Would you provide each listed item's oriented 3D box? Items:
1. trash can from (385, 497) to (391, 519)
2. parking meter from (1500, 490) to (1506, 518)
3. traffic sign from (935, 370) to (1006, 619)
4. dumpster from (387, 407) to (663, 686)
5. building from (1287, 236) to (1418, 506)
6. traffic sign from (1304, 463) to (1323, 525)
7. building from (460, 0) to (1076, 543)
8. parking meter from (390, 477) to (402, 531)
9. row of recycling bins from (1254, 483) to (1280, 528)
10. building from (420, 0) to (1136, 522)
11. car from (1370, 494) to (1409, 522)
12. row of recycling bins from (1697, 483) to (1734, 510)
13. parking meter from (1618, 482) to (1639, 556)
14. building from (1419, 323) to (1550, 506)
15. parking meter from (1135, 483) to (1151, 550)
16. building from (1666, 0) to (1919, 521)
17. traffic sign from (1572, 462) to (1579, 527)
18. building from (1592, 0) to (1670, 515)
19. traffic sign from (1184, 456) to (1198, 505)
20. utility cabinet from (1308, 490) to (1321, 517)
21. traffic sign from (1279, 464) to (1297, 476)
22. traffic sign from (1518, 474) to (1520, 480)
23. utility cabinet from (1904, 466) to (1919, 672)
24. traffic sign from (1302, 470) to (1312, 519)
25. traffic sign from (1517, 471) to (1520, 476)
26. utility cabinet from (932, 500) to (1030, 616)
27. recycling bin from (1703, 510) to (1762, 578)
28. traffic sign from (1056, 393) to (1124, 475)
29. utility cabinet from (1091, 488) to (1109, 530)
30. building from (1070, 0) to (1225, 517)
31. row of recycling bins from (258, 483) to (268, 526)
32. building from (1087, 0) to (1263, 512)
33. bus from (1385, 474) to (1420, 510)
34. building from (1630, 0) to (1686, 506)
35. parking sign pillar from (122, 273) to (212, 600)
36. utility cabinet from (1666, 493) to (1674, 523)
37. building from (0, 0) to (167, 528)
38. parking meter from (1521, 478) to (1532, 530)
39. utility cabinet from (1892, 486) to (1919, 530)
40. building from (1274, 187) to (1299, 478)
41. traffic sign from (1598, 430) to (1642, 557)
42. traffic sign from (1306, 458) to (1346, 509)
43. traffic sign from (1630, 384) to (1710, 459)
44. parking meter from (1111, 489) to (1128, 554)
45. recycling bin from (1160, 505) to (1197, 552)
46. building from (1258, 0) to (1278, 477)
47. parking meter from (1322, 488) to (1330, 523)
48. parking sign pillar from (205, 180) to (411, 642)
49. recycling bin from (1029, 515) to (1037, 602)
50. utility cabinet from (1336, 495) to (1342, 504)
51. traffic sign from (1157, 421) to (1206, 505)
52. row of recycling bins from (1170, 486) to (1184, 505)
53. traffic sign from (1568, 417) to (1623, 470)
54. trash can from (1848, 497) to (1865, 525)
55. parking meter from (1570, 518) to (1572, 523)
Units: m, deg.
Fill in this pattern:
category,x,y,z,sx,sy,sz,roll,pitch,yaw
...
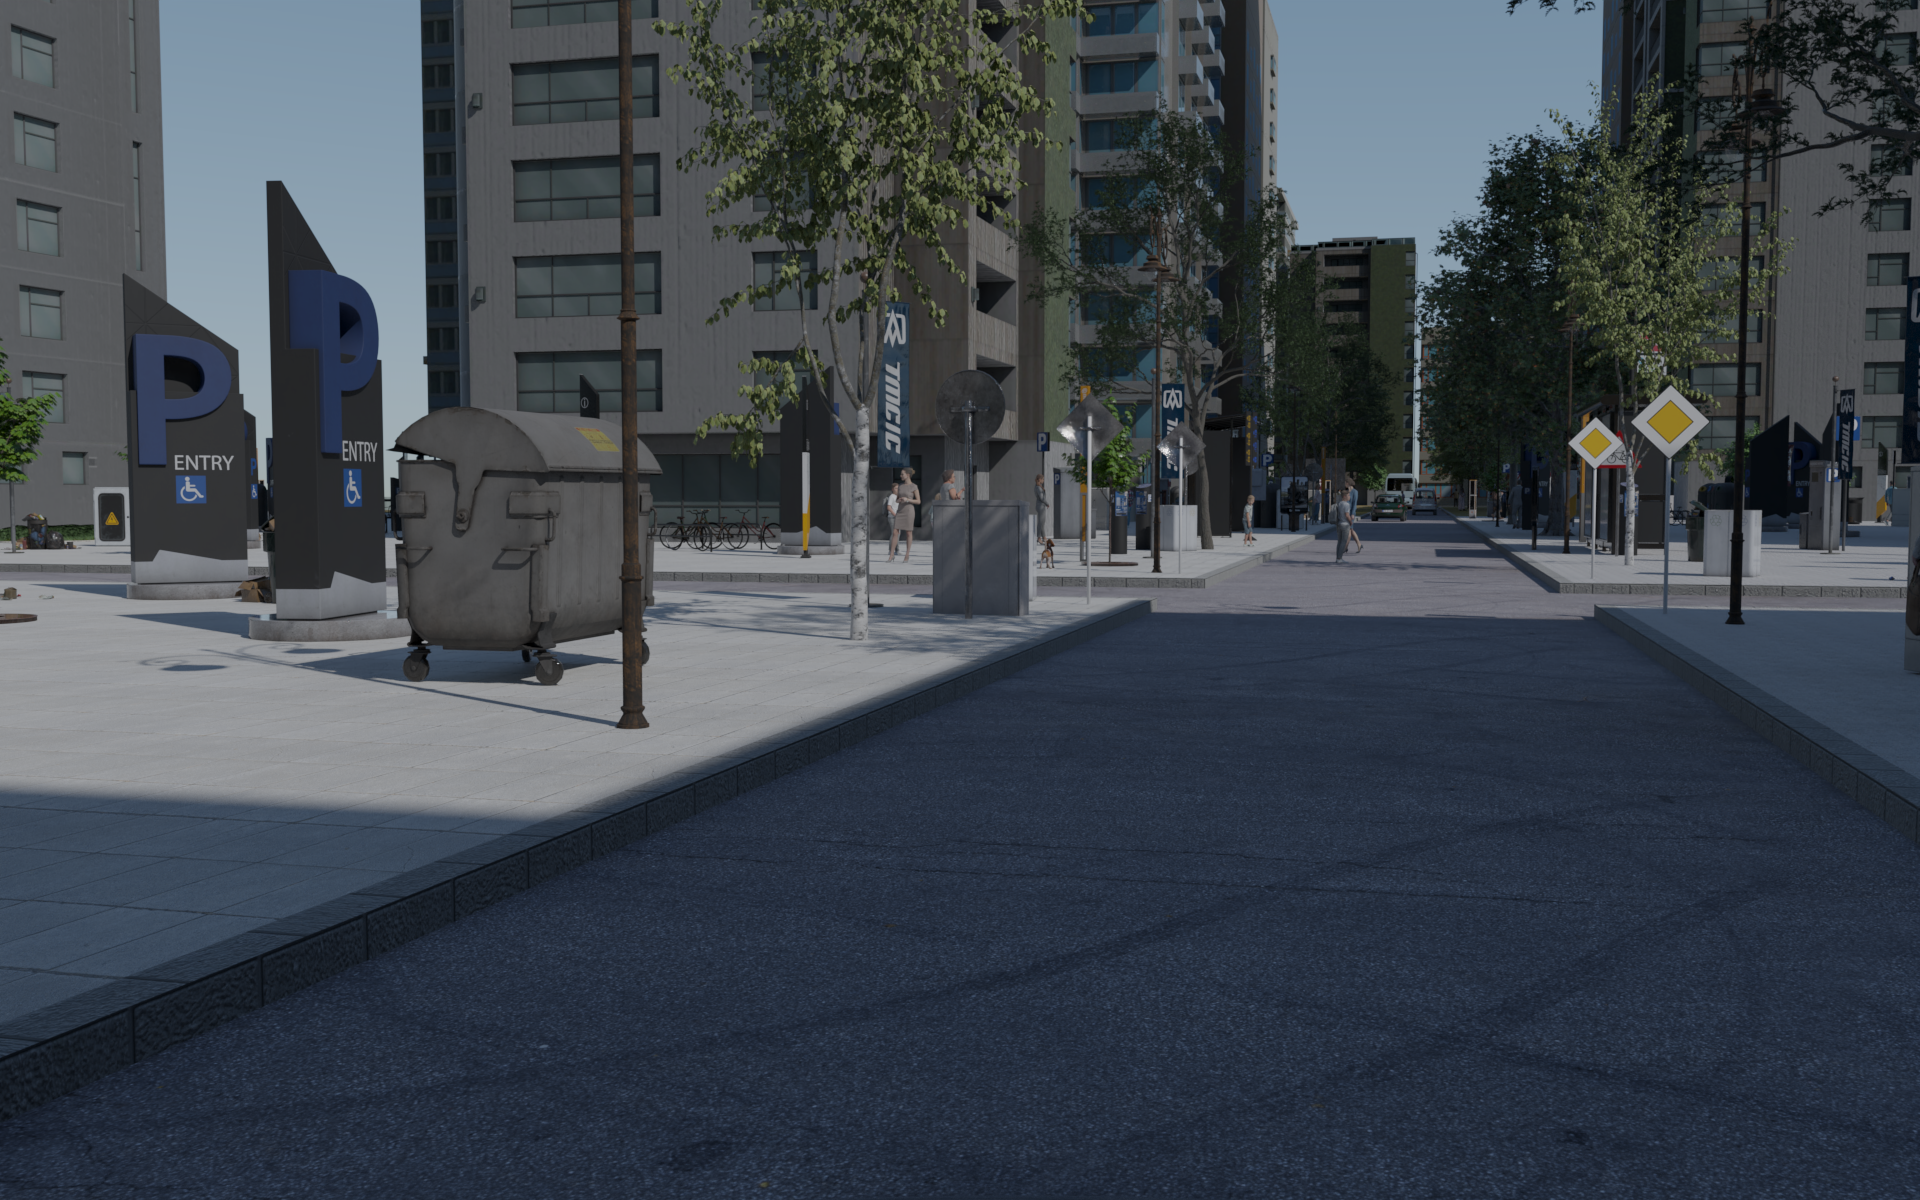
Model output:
category,x,y,z,sx,sy,sz,roll,pitch,yaw
trash can,-30.022,-4.847,90.894,0.748,1.137,0.748,0,3,0
parking meter,28.986,-5.145,92.532,0.372,1.533,0.369,0,3,0
traffic sign,0.089,-1.079,17.751,0.768,2.556,0.104,1,4,21
dumpster,-3.063,-0.402,12.339,1.264,1.857,1.865,1,4,15
building,44.748,-26.053,197.673,14.107,30.474,14.160,1,4,15
traffic sign,14.518,-4.348,71.196,0.768,2.556,0.104,1,4,17
building,-4.811,-17.065,50.708,14.160,30.474,14.107,1,4,15
parking meter,-19.505,-3.322,60.030,0.255,1.863,0.399,3,5,40
row of recycling bins,11.698,-3.590,65.806,1.069,1.692,3.534,-2,4,-26
building,-8.040,-23.806,81.111,32.217,40.220,23.993,1,4,15
car,22.700,-5.002,91.562,2.009,1.686,4.222,1,4,16
row of recycling bins,27.970,-3.463,63.733,1.069,1.692,3.534,1,4,11
parking meter,13.960,-1.697,36.157,0.372,1.533,0.369,0,3,0
building,67.551,-21.594,198.106,28.899,21.520,27.650,1,4,15
parking meter,4.236,-1.927,39.920,0.372,1.533,0.369,0,3,0
building,43.653,-19.317,87.534,14.160,30.474,14.107,1,4,15
traffic sign,23.833,-4.105,67.230,0.768,2.556,0.104,1,4,21
building,53.585,-28.956,123.537,14.600,45.320,14.200,1,4,15
traffic sign,6.085,-2.848,46.668,0.768,2.556,0.104,1,4,19
utility cabinet,19.070,-5.239,94.331,1.173,1.500,0.318,2,4,25
traffic sign,13.782,-4.455,72.940,0.768,2.556,0.104,1,4,22
traffic sign,30.798,-5.807,94.940,0.884,2.594,0.081,1,4,20
utility cabinet,7.371,-0.221,12.296,1.173,1.500,0.318,0,4,-4
traffic sign,17.541,-5.339,87.400,0.768,2.556,0.104,1,4,22
traffic sign,30.992,-5.864,95.974,0.768,2.556,0.104,1,4,22
utility cabinet,0.223,-0.450,18.512,1.020,1.237,0.306,2,4,25
recycling bin,12.069,-0.887,27.063,0.722,1.027,0.722,2,4,34
traffic sign,1.484,-1.094,20.078,0.795,2.593,0.064,1,4,15
utility cabinet,4.749,-3.215,61.237,1.173,1.500,0.318,2,4,35
building,6.282,-30.630,120.414,23.786,49.044,30.456,1,4,15
row of recycling bins,-25.740,-3.292,60.932,1.069,1.692,3.534,1,4,15
building,16.828,-30.012,140.799,14.600,45.320,14.200,1,4,15
bus,41.539,-10.268,162.733,2.948,3.499,13.247,1,4,16
building,50.837,-40.811,105.504,20.563,71.187,20.611,1,4,15
parking sign pillar,-9.601,-2.020,21.497,1.447,3.967,1.447,-2,4,-32
utility cabinet,31.348,-4.052,77.408,0.306,1.237,1.020,-2,4,-32
building,-34.511,-22.503,51.520,14.086,41.232,14.154,1,4,15
parking meter,20.251,-3.430,61.787,0.399,1.863,0.255,2,4,35
utility cabinet,37.095,-3.620,67.866,0.318,1.500,1.173,-1,4,-11
building,28.103,-31.696,210.104,23.993,40.220,32.217,1,4,15
traffic sign,13.480,-2.170,35.482,0.884,2.594,0.081,1,4,20
traffic sign,20.922,-6.445,99.242,2.265,3.308,0.079,1,4,23
traffic sign,7.565,-0.995,18.455,0.795,2.593,0.064,1,4,15
parking meter,3.386,-1.745,36.941,0.372,1.533,0.369,0,3,0
recycling bin,4.853,-1.620,39.043,0.722,1.027,0.722,-3,4,-36
building,17.633,-32.775,159.571,21.600,48.544,21.300,1,4,15
parking meter,16.226,-4.191,76.938,0.372,1.533,0.369,0,3,0
parking sign pillar,-5.683,-1.660,15.614,1.447,3.967,1.447,0,4,7
recycling bin,0.546,-0.517,21.001,0.722,1.027,0.722,0,4,7
utility cabinet,22.074,-5.478,100.733,0.306,1.237,1.020,0,4,2
traffic sign,3.525,-1.566,27.799,0.795,2.593,0.064,1,4,15
row of recycling bins,10.018,-5.124,90.885,3.534,1.692,1.069,1,4,15
traffic sign,9.606,-1.467,26.176,0.795,2.593,0.064,1,4,15
trash can,37.749,-3.759,73.108,0.748,1.137,0.748,0,3,0
parking meter,27.456,-4.431,78.159,0.399,1.863,0.255,3,5,44
